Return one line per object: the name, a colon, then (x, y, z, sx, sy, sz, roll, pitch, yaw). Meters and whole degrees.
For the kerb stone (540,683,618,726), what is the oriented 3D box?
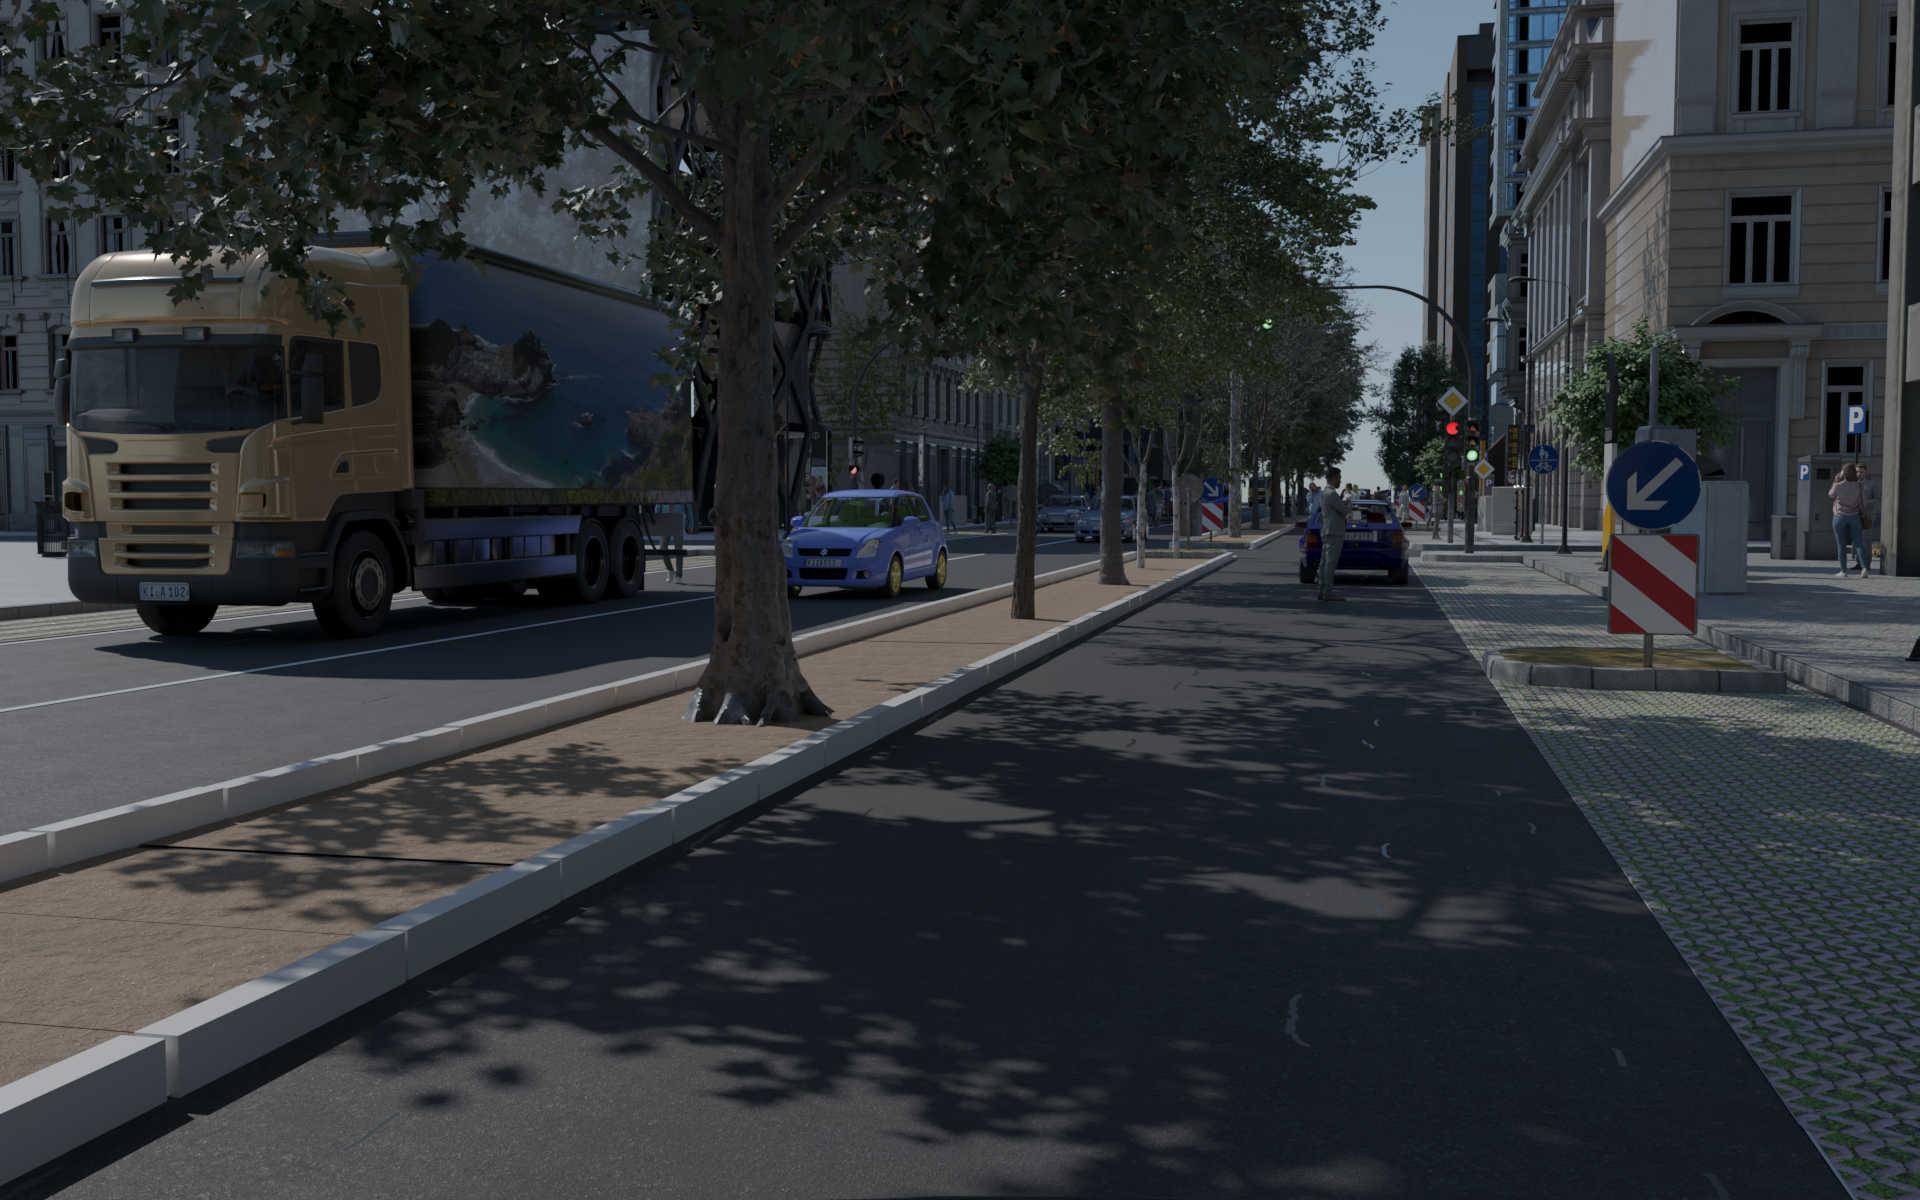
kerb stone: (-2.473, 0.680, 11.085, 0.120, 0.150, 1.000, 1, 4, 13)

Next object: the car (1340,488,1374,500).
car: (23.605, -5.803, 103.550, 2.281, 1.827, 5.304, 1, 4, 12)

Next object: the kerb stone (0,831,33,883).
kerb stone: (-3.629, 0.986, 6.093, 0.120, 0.150, 1.000, 1, 4, 13)

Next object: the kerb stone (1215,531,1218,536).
kerb stone: (8.511, -2.220, 58.485, 0.120, 0.150, 1.000, 1, 4, 13)

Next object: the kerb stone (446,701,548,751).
kerb stone: (-2.698, 0.741, 10.087, 0.120, 0.150, 1.000, 1, 4, 13)

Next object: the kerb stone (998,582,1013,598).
kerb stone: (0.546, -0.111, 24.062, 0.120, 0.150, 1.000, 1, 4, 13)

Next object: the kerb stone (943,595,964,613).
kerb stone: (-0.148, 0.069, 21.075, 0.120, 0.150, 1.000, 1, 4, 13)

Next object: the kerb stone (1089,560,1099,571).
kerb stone: (2.391, -0.603, 32.061, 0.120, 0.150, 1.000, 1, 4, 13)

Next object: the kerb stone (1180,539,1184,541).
kerb stone: (5.964, -1.548, 47.499, 0.120, 0.150, 1.000, 1, 4, 13)

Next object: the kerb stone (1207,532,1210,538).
kerb stone: (7.811, -2.036, 55.491, 0.120, 0.150, 1.000, 1, 4, 13)

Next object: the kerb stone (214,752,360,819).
kerb stone: (-3.153, 0.868, 8.090, 0.120, 0.150, 1.000, 1, 4, 13)

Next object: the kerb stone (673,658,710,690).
kerb stone: (-2.002, 0.559, 13.074, 0.120, 0.150, 1.000, 1, 4, 13)

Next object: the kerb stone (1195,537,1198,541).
kerb stone: (6.887, -1.792, 51.496, 0.120, 0.150, 1.000, 1, 4, 13)

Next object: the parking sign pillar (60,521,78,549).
parking sign pillar: (-20.341, -3.188, 40.590, 1.447, 3.967, 1.447, 3, 5, 44)

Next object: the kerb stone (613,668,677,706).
kerb stone: (-2.238, 0.620, 12.080, 0.120, 0.150, 1.000, 1, 4, 13)

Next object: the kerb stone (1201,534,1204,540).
kerb stone: (7.348, -1.912, 53.494, 0.120, 0.150, 1.000, 1, 4, 13)

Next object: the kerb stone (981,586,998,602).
kerb stone: (0.310, -0.053, 23.067, 0.120, 0.150, 1.000, 1, 4, 13)

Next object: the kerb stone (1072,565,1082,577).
kerb stone: (1.929, -0.481, 30.061, 0.120, 0.150, 1.000, 1, 4, 13)

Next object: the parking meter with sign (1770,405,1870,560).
parking meter with sign: (16.818, -2.305, 33.948, 1.738, 3.016, 0.543, -1, 4, -10)

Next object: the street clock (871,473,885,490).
street clock: (-2.834, -3.373, 59.719, 0.471, 2.002, 0.358, 3, 5, 39)

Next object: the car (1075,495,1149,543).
car: (4.666, -2.485, 52.629, 2.014, 1.417, 4.499, 1, 4, 14)

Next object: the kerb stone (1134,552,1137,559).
kerb stone: (3.780, -0.971, 38.069, 0.120, 0.150, 1.000, 1, 4, 13)

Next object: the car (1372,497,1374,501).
car: (57.577, -14.008, 238.819, 2.009, 1.686, 4.222, 1, 4, 13)

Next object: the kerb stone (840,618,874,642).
kerb stone: (-1.072, 0.313, 17.070, 0.120, 0.150, 1.000, 1, 4, 13)

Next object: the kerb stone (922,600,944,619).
kerb stone: (-0.387, 0.130, 20.075, 0.120, 0.150, 1.000, 1, 4, 13)

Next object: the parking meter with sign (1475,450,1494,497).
parking meter with sign: (20.557, -4.369, 67.698, 0.543, 3.016, 1.738, 0, 4, 2)

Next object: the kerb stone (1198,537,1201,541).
kerb stone: (7.131, -1.853, 52.493, 0.120, 0.150, 1.000, 1, 4, 13)

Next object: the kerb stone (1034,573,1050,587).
kerb stone: (1.226, -0.297, 27.057, 0.120, 0.150, 1.000, 1, 4, 13)

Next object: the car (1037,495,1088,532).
car: (4.045, -3.329, 66.430, 2.014, 1.417, 4.499, 1, 4, 11)

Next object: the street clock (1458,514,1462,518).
street clock: (26.888, -5.412, 93.060, 0.358, 2.002, 0.471, 0, 4, 2)

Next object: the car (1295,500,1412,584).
car: (6.585, -1.004, 29.001, 1.945, 1.354, 3.894, 1, 4, 12)

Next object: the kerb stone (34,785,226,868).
kerb stone: (-3.388, 0.924, 7.091, 0.120, 0.150, 1.000, 1, 4, 13)

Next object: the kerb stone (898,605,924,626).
kerb stone: (-0.609, 0.191, 19.077, 0.120, 0.150, 1.000, 1, 4, 13)

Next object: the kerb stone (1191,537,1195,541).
kerb stone: (6.665, -1.731, 50.490, 0.120, 0.150, 1.000, 1, 4, 13)

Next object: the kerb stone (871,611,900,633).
kerb stone: (-0.843, 0.253, 18.066, 0.120, 0.150, 1.000, 1, 4, 13)

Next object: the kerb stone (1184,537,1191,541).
kerb stone: (6.432, -1.666, 49.496, 0.120, 0.150, 1.000, 1, 4, 13)

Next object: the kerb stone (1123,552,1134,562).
kerb stone: (3.551, -0.909, 37.061, 0.120, 0.150, 1.000, 1, 4, 13)

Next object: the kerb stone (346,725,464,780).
kerb stone: (-2.927, 0.811, 9.090, 0.120, 0.150, 1.000, 1, 4, 13)

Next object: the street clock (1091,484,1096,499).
street clock: (9.311, -7.143, 121.363, 0.471, 2.002, 0.358, 0, 4, 4)

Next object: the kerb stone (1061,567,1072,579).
kerb stone: (1.695, -0.420, 29.058, 0.120, 0.150, 1.000, 1, 4, 13)

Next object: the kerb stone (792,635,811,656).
kerb stone: (-1.536, 0.443, 15.075, 0.120, 0.150, 1.000, 1, 4, 13)

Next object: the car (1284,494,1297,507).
car: (34.804, -10.449, 180.630, 2.009, 1.686, 4.222, 1, 4, 14)

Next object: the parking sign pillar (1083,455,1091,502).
parking sign pillar: (8.420, -7.734, 114.921, 1.447, 3.967, 1.447, 1, 4, 8)

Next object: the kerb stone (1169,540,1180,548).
kerb stone: (5.730, -1.487, 46.504, 0.120, 0.150, 1.000, 1, 4, 13)

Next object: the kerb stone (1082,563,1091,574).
kerb stone: (2.161, -0.539, 31.057, 0.120, 0.150, 1.000, 1, 4, 13)

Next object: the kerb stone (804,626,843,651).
kerb stone: (-1.309, 0.375, 16.072, 0.120, 0.150, 1.000, 1, 4, 13)

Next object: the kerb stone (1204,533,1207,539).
kerb stone: (7.581, -1.974, 54.490, 0.120, 0.150, 1.000, 1, 4, 13)

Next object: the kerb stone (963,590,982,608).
kerb stone: (0.085, 0.008, 22.070, 0.120, 0.150, 1.000, 1, 4, 13)

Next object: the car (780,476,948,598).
car: (-1.393, -0.950, 25.129, 1.945, 1.707, 3.694, 1, 4, 15)

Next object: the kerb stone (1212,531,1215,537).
kerb stone: (8.285, -2.158, 57.487, 0.120, 0.150, 1.000, 1, 4, 13)

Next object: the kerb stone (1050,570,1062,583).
kerb stone: (1.465, -0.358, 28.051, 0.120, 0.150, 1.000, 1, 4, 13)

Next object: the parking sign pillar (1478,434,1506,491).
parking sign pillar: (23.846, -5.456, 77.685, 1.447, 3.967, 1.447, -2, 4, -34)
